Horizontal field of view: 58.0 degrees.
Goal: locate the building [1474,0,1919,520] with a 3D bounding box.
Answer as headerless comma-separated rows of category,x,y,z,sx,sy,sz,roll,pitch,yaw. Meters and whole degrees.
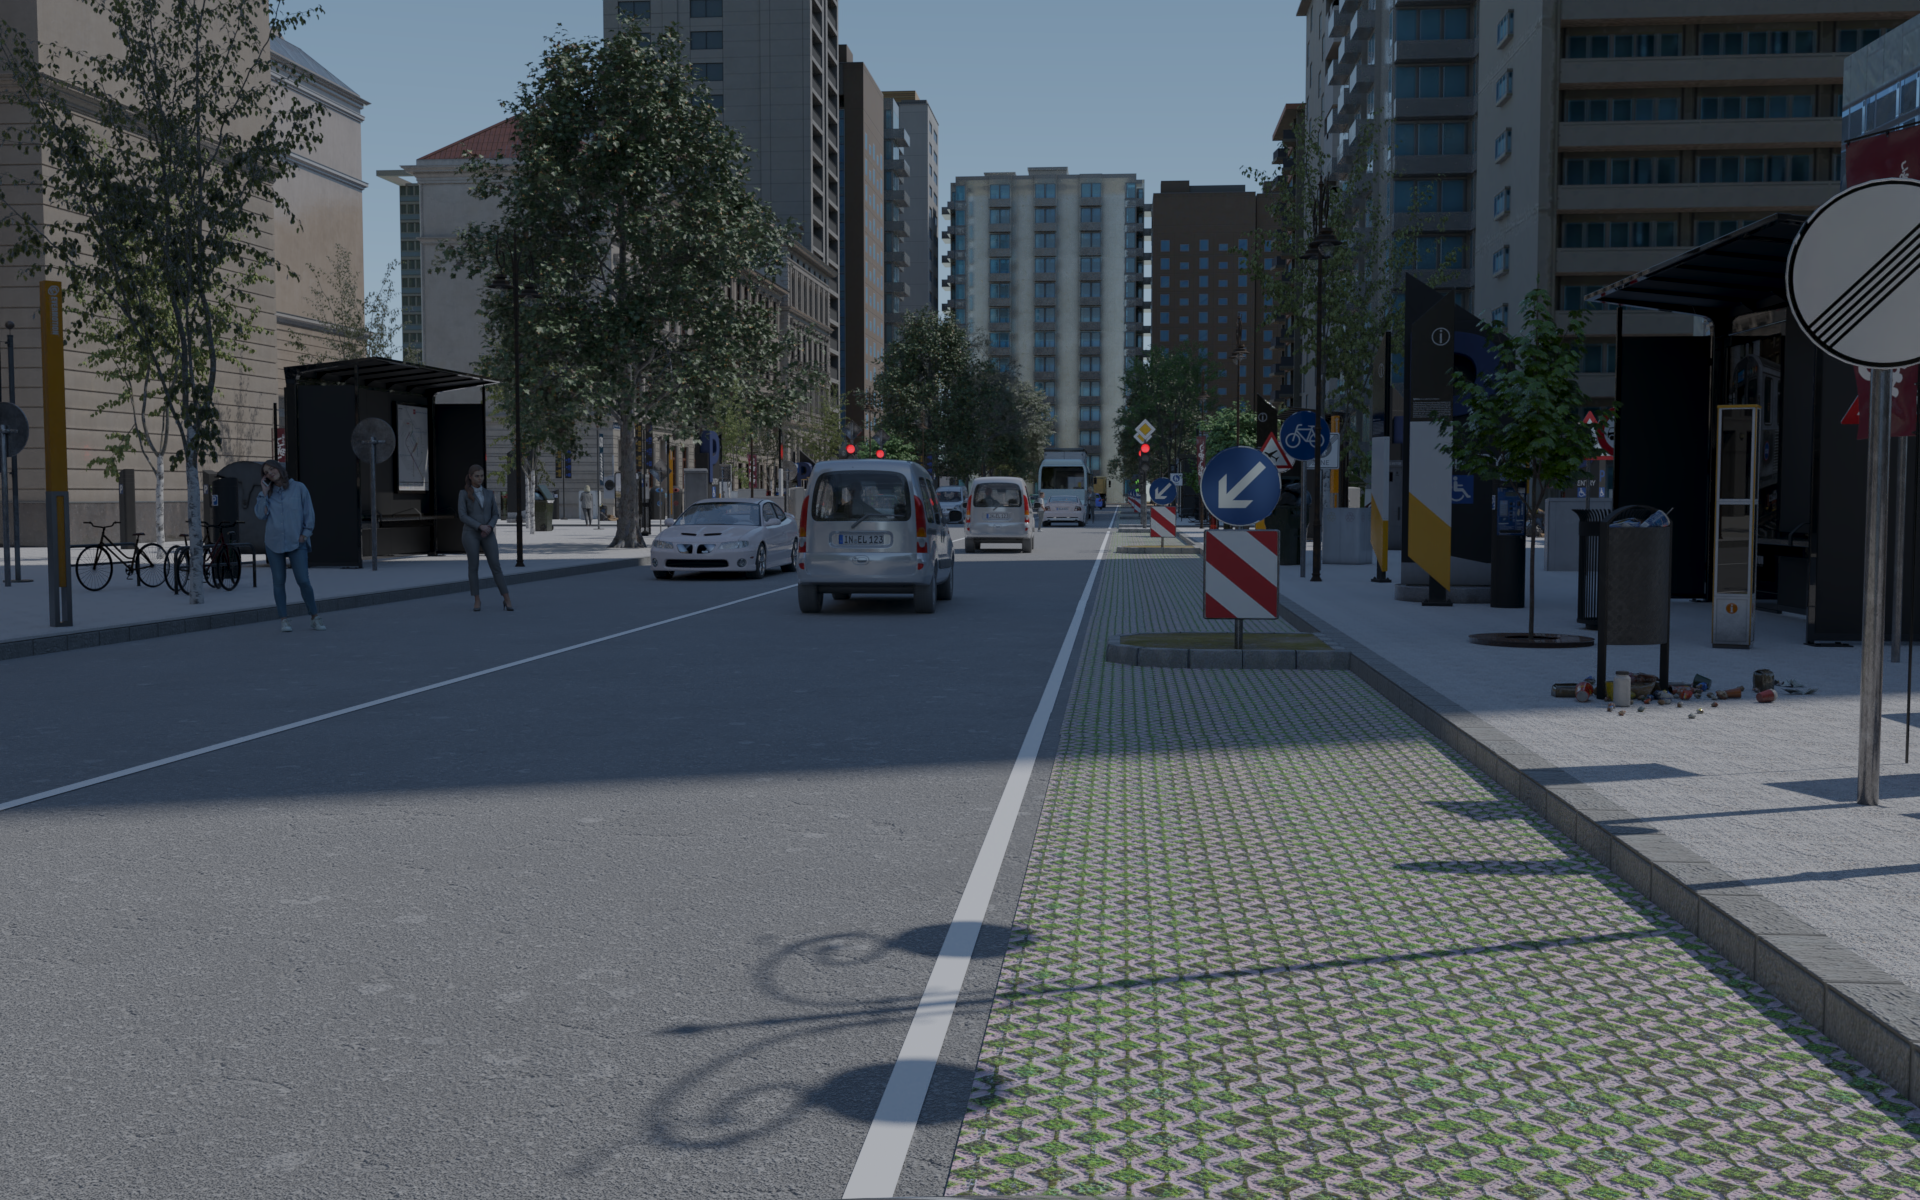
building,39.384,-28.685,92.699,21.600,48.544,21.300,0,4,5

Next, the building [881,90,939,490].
building,-17.482,-43.730,256.987,28.212,58.520,21.231,0,4,5

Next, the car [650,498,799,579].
car,-4.078,-1.122,30.703,2.083,1.381,4.827,0,4,6

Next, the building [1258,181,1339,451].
building,49.287,-36.681,249.843,14.200,45.320,14.600,0,4,5

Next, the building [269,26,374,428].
building,-45.563,-19.061,97.558,20.117,28.700,13.634,0,4,5

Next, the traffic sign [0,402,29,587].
traffic sign,-13.205,-1.458,23.945,0.768,2.556,0.104,1,4,13

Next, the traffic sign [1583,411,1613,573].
traffic sign,9.873,-1.665,27.234,0.884,2.594,0.081,1,4,11

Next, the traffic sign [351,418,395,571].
traffic sign,-9.800,-1.763,28.927,0.768,2.556,0.104,0,4,6

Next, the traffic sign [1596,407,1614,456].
traffic sign,9.463,-1.508,24.769,0.768,2.556,0.104,0,4,7

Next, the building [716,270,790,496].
building,-18.740,-15.609,119.829,10.561,19.102,19.286,0,4,5

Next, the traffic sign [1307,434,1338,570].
traffic sign,6.035,-1.645,29.021,0.606,2.300,0.079,1,4,12

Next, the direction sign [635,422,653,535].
direction sign,-9.917,-3.818,54.420,0.876,3.537,0.379,3,5,43

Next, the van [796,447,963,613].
van,-1.013,-0.930,22.212,2.013,2.044,4.112,0,4,4

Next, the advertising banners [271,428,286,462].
advertising banners,-18.649,-3.029,45.716,2.074,3.025,0.090,0,4,2

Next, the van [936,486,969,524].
van,-0.491,-4.731,84.366,2.013,2.044,4.112,0,4,7

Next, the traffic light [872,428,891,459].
traffic light,-3.332,-5.180,73.619,0.839,4.253,0.868,0,4,5

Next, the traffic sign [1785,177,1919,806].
traffic sign,3.756,-0.427,7.088,0.768,2.556,0.104,1,4,13

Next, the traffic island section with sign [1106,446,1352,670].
traffic island section with sign,2.273,-0.391,15.027,1.989,1.847,2.006,0,4,5

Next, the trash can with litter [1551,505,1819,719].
trash can with litter,4.638,0.009,10.917,2.233,1.210,1.678,-1,4,-21

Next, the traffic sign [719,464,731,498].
traffic sign,-8.128,-3.498,59.328,0.606,2.300,0.079,1,4,13

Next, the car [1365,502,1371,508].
car,16.489,-3.347,67.298,3.894,1.354,1.945,0,4,5

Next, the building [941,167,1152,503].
building,12.914,-38.931,256.125,30.456,49.044,23.786,0,4,5

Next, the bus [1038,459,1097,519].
bus,6.112,-6.309,98.011,2.948,3.499,13.247,0,4,6

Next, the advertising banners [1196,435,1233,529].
advertising banners,7.543,-3.368,51.251,0.090,3.025,2.074,-2,4,-24

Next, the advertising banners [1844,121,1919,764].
advertising banners,4.642,-0.702,7.658,0.090,3.025,2.074,-1,4,-14

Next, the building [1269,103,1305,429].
building,45.948,-32.833,191.437,22.147,44.769,28.867,0,4,5

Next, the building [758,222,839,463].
building,-16.783,-18.978,139.175,11.050,23.489,19.941,0,4,5

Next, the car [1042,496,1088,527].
car,4.649,-3.962,77.145,2.083,1.381,4.827,0,4,5

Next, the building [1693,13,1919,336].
building,30.575,-43.913,30.652,22.319,86.520,31.000,0,4,5

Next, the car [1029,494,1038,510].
car,6.254,-7.867,140.422,2.131,1.459,4.920,0,4,4

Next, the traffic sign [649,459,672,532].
traffic sign,-9.845,-3.409,56.928,0.795,2.450,0.064,1,4,10

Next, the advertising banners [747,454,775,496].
advertising banners,-8.491,-4.893,76.188,2.074,3.025,0.090,-3,4,-38

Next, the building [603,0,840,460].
building,-19.828,-44.126,159.712,20.563,71.187,20.611,0,4,5

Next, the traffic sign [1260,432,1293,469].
traffic sign,6.512,-2.218,36.271,0.884,2.594,0.081,1,4,9

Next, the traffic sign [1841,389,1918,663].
traffic sign,7.130,-0.803,13.125,0.884,2.594,0.081,1,4,12

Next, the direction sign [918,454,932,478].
direction sign,-1.962,-6.447,97.405,0.876,3.537,0.379,-2,4,-25

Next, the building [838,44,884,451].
building,-15.621,-32.260,177.558,14.600,45.320,14.200,0,4,5

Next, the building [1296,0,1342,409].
building,47.089,-35.039,162.119,28.713,52.752,27.495,0,4,5

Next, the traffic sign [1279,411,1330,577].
traffic sign,5.281,-1.620,26.601,0.768,2.556,0.104,0,4,6

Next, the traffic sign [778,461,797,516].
traffic sign,-6.560,-4.023,65.883,0.768,2.556,0.104,1,4,12

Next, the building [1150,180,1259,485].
building,34.720,-36.667,249.620,14.200,45.320,14.600,0,4,5

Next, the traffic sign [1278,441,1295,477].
traffic sign,7.617,-2.524,41.379,0.768,2.556,0.104,1,4,9

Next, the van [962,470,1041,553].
van,1.024,-2.237,43.594,2.013,2.044,4.112,0,4,4

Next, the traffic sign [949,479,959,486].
traffic sign,-0.381,-6.619,110.346,0.606,2.300,0.079,1,4,10

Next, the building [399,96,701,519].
building,-21.982,-16.084,99.134,11.583,22.565,21.152,0,4,5

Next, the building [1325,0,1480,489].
building,37.469,-30.569,119.416,23.786,49.044,30.456,0,4,5

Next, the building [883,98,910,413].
building,-21.488,-35.528,200.484,30.456,49.044,23.786,0,4,5

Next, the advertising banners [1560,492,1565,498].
advertising banners,28.573,-5.226,81.634,2.074,3.025,0.090,3,5,39

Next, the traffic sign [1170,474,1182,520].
traffic sign,10.749,-5.137,86.114,0.606,2.300,0.079,1,4,12

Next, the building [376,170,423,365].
building,-49.035,-31.053,199.600,23.993,40.220,32.217,0,4,5

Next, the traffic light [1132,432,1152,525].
traffic light,7.633,-5.119,72.613,0.839,4.253,0.868,0,4,5

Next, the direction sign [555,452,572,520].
direction sign,-19.734,-5.764,86.233,0.876,3.537,0.379,1,4,16

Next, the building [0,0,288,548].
building,-33.222,-15.310,47.575,25.104,27.353,12.463,0,4,5

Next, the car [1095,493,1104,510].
car,12.296,-9.195,159.921,1.945,1.707,3.694,0,4,5

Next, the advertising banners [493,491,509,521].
advertising banners,-22.735,-5.353,83.706,2.074,3.025,0.090,-1,4,-10

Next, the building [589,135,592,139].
building,-45.492,-43.943,260.462,28.212,58.520,21.231,0,4,5

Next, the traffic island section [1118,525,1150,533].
traffic island section,6.927,-2.599,64.772,2.009,0.180,2.903,0,4,5
